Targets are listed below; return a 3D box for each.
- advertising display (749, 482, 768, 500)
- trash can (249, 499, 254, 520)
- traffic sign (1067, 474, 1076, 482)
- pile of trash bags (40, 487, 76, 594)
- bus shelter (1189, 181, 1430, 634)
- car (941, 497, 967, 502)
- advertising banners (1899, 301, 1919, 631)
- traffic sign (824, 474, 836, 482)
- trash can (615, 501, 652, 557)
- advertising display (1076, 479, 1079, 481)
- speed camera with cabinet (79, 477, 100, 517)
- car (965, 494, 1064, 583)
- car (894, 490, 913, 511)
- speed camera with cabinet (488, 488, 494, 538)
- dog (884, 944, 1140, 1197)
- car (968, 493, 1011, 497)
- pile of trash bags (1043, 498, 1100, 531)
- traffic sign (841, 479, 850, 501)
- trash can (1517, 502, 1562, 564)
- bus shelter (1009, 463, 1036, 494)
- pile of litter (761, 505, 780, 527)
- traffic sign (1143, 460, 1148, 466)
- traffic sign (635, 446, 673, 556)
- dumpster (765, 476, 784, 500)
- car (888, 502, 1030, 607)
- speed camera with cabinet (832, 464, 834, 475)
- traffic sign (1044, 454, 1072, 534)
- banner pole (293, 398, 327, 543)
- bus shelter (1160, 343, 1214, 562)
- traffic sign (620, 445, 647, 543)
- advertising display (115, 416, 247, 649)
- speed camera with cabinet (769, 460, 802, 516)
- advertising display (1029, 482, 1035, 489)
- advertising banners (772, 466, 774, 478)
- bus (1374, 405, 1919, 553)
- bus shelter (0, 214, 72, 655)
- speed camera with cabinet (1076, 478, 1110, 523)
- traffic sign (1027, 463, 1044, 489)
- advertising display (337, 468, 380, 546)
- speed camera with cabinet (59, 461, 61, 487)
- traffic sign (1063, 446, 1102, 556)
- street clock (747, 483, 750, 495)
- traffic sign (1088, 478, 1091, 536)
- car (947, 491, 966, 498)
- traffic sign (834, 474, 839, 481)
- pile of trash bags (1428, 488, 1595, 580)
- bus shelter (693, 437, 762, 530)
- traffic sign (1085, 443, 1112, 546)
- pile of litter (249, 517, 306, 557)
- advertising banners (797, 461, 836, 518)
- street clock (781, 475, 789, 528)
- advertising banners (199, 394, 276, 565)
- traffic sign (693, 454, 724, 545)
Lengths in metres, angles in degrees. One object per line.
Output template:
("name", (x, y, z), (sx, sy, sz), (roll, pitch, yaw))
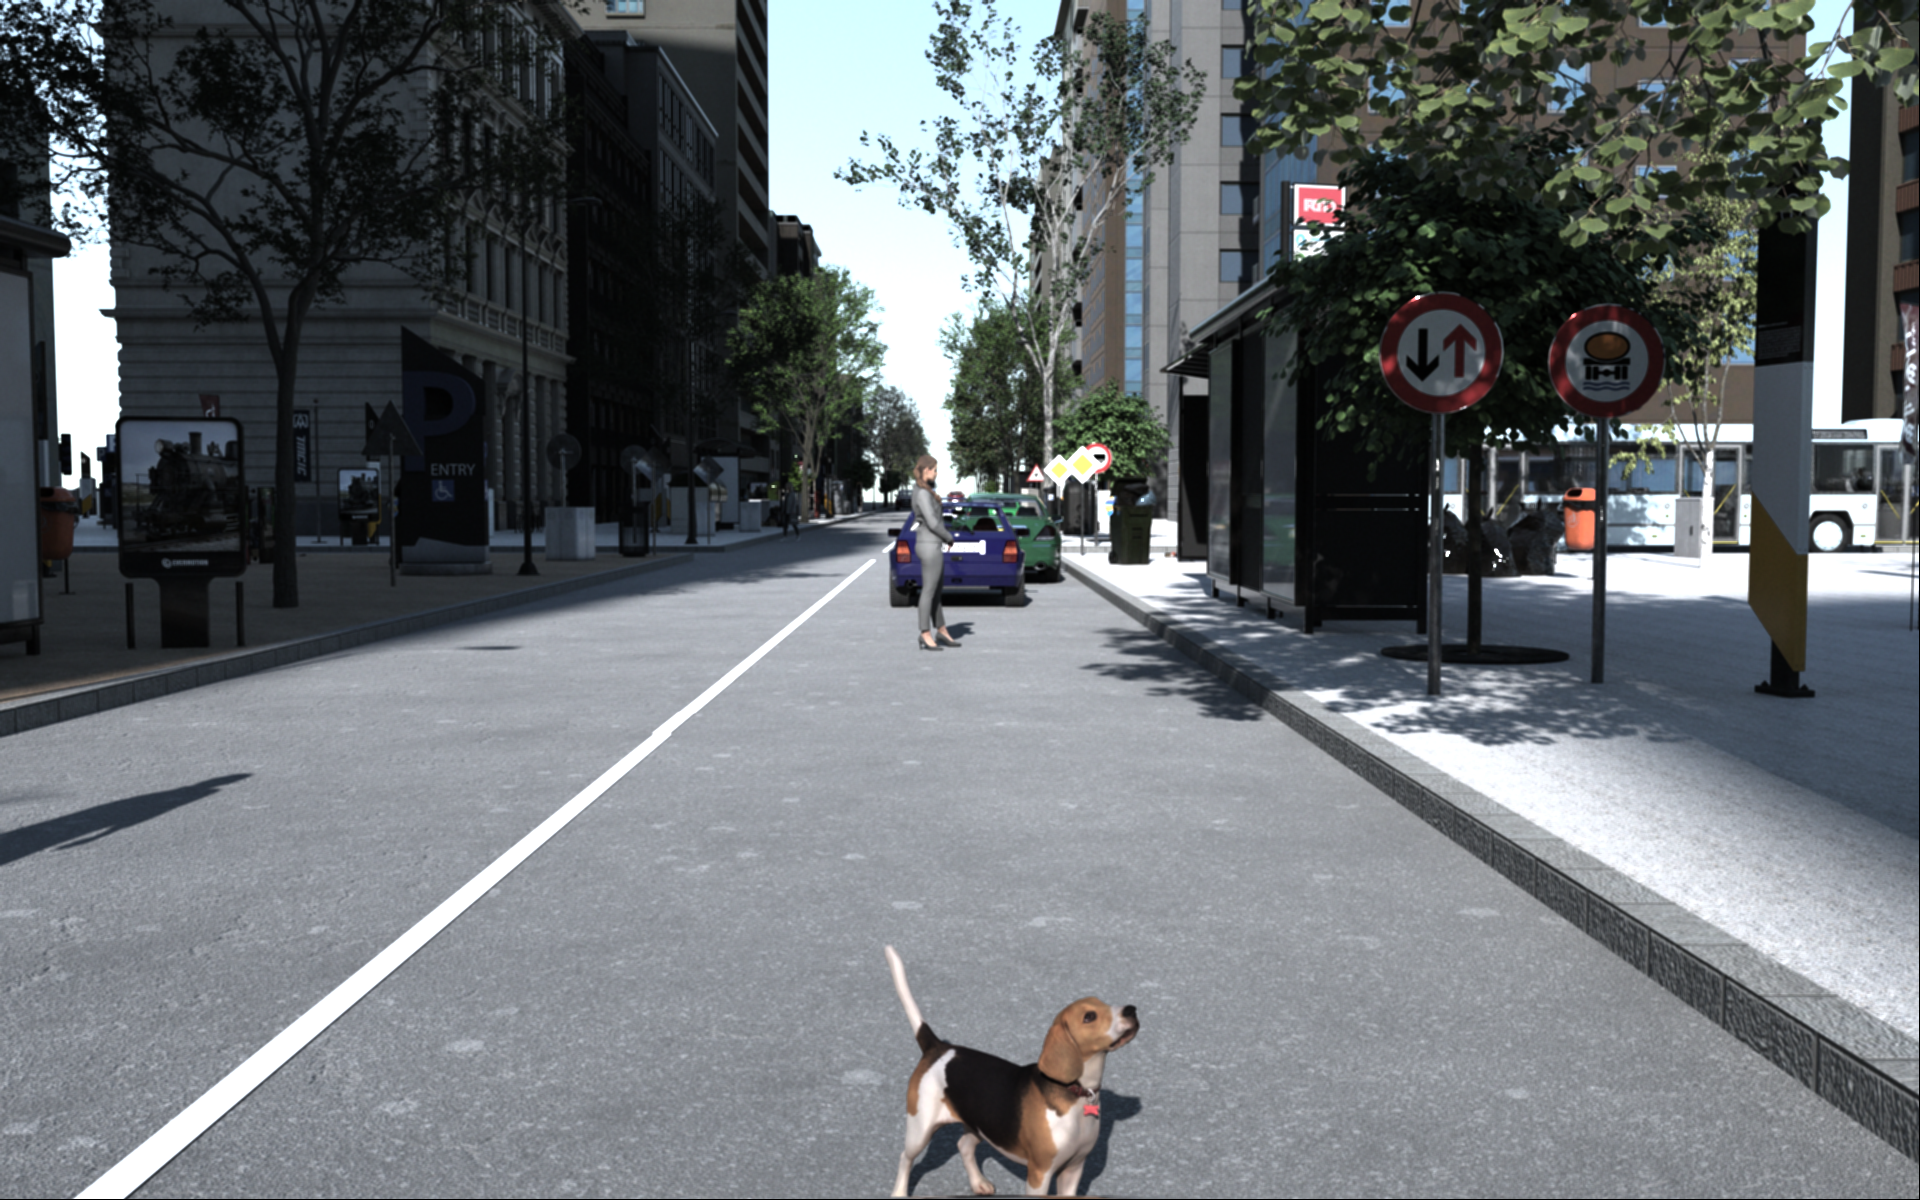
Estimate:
("advertising display", (-10.702, -5.315, 92.116), (0.974, 1.923, 0.123), (-1, 4, -14))
("trash can", (-19.294, -2.126, 46.407), (0.748, 1.137, 0.748), (0, 3, 0))
("traffic sign", (5.189, -4.788, 78.397), (0.768, 2.556, 0.104), (0, 4, 7))
("pile of trash bags", (-12.877, -0.757, 22.128), (3.447, 1.369, 1.912), (0, 4, 8))
("bus shelter", (3.939, -2.590, 19.977), (2.179, 5.291, 8.768), (0, 4, 0))
("car", (-0.315, -2.620, 55.420), (1.945, 1.354, 3.894), (0, 3, 0))
("advertising banners", (9.281, -1.239, 16.453), (2.074, 3.025, 0.090), (-3, 5, -41))
("traffic sign", (-8.119, -6.612, 108.218), (0.768, 2.556, 0.104), (0, 4, 8))
("trash can", (-6.657, -1.449, 35.347), (0.748, 1.137, 0.748), (0, 3, 0))
("advertising display", (5.108, -4.214, 74.107), (0.123, 1.923, 0.974), (1, 4, 15))
("speed camera with cabinet", (-47.911, -6.237, 96.312), (0.660, 3.252, 2.038), (2, 4, 24))
("car", (0.727, -1.078, 29.429), (2.131, 1.459, 4.920), (0, 4, 0))
("car", (-4.614, -8.763, 151.946), (2.281, 1.827, 5.304), (0, 4, 0))
("speed camera with cabinet", (-14.665, -3.431, 50.436), (2.038, 3.252, 0.660), (-3, 4, -36))
("dog", (0.083, 0.974, 3.364), (0.540, 0.507, 0.406), (1, 4, 8))
("car", (0.864, -2.378, 47.679), (1.959, 1.807, 4.718), (0, 4, -1))
("pile of trash bags", (4.465, -3.107, 60.550), (3.447, 1.369, 1.912), (0, 4, 4))
("traffic sign", (-7.581, -6.892, 114.809), (0.606, 2.300, 0.079), (0, 4, 8))
("trash can", (10.139, -1.143, 30.342), (0.748, 1.137, 0.748), (0, 3, 0))
("bus shelter", (4.159, -7.375, 114.501), (2.014, 3.302, 5.546), (0, 4, 0))
("pile of litter", (-7.554, -3.362, 68.937), (1.176, 0.858, 1.719), (-2, 4, -23))
("traffic sign", (5.164, -3.079, 50.345), (0.884, 2.594, 0.081), (0, 4, 2))
("traffic sign", (-6.354, -1.978, 35.984), (0.795, 2.450, 0.064), (0, 4, 0))
("dumpster", (-9.035, -5.203, 87.570), (1.502, 2.255, 1.985), (0, 4, 0))
("car", (-0.021, -0.655, 23.290), (1.945, 1.354, 3.894), (0, 4, 1))
("speed camera with cabinet", (-8.198, -7.257, 112.995), (0.660, 3.252, 2.038), (0, 4, 4))
("traffic sign", (2.515, -2.467, 43.977), (0.795, 2.450, 0.064), (0, 4, 0))
("banner pole", (-17.047, -3.381, 45.295), (0.863, 3.779, 0.401), (-1, 4, -16))
("bus shelter", (4.643, -2.349, 29.695), (1.731, 3.624, 6.357), (0, 4, 0))
("traffic sign", (-8.480, -2.751, 45.092), (0.768, 2.556, 0.104), (1, 4, 9))
("advertising display", (-6.473, -0.564, 14.429), (0.974, 1.923, 0.123), (-1, 4, -15))
("speed camera with cabinet", (-10.171, -6.585, 101.993), (2.038, 3.252, 0.660), (1, 4, 12))
("advertising display", (3.948, -5.486, 94.904), (0.123, 1.923, 0.974), (0, 4, -8))
("advertising banners", (-11.614, -6.722, 106.091), (0.090, 3.025, 2.074), (0, 4, 7))
("bus", (16.261, -2.710, 39.174), (13.247, 3.499, 2.948), (0, 4, -2))
("bus shelter", (-8.136, -1.944, 9.418), (2.179, 5.291, 8.768), (0, 4, 0))
("speed camera with cabinet", (6.038, -5.020, 76.416), (2.038, 3.252, 0.660), (-3, 4, -36))
("traffic sign", (3.234, -4.469, 73.069), (0.884, 2.594, 0.081), (0, 4, 2))
("advertising display", (-14.958, -2.317, 43.094), (0.974, 1.923, 0.123), (-1, 4, -23))
("speed camera with cabinet", (-24.702, -3.155, 45.924), (2.038, 3.252, 0.660), (2, 4, 30))
("traffic sign", (2.540, -1.979, 35.992), (0.795, 2.450, 0.064), (0, 4, 0))
("street clock", (-13.368, -6.502, 110.879), (0.471, 2.002, 0.358), (-3, 5, -40))
("traffic sign", (3.992, -3.247, 53.190), (0.768, 2.556, 0.104), (1, 4, 9))
("car", (-0.470, -12.093, 206.389), (2.281, 1.827, 5.304), (0, 3, 0))
("traffic sign", (-7.898, -6.682, 109.260), (0.884, 2.594, 0.081), (0, 4, 5))
("pile of trash bags", (8.723, -1.062, 27.122), (1.912, 1.369, 3.447), (-2, 4, -24))
("bus shelter", (-8.698, -4.335, 64.803), (2.014, 3.302, 5.546), (0, 4, 0))
("traffic sign", (3.382, -2.618, 42.913), (0.768, 2.556, 0.104), (0, 4, 4))
("pile of litter", (-14.276, -1.320, 35.542), (1.719, 0.858, 1.176), (-1, 4, -23))
("advertising banners", (-7.673, -5.875, 92.249), (2.074, 3.025, 0.090), (0, 4, -6))
("street clock", (-6.532, -3.686, 64.836), (0.358, 2.002, 0.471), (0, 4, -7))
("advertising banners", (-12.980, -2.143, 31.225), (0.090, 3.025, 2.074), (1, 4, 15))
("traffic sign", (-6.379, -2.466, 43.969), (0.795, 2.450, 0.064), (0, 4, 0))
